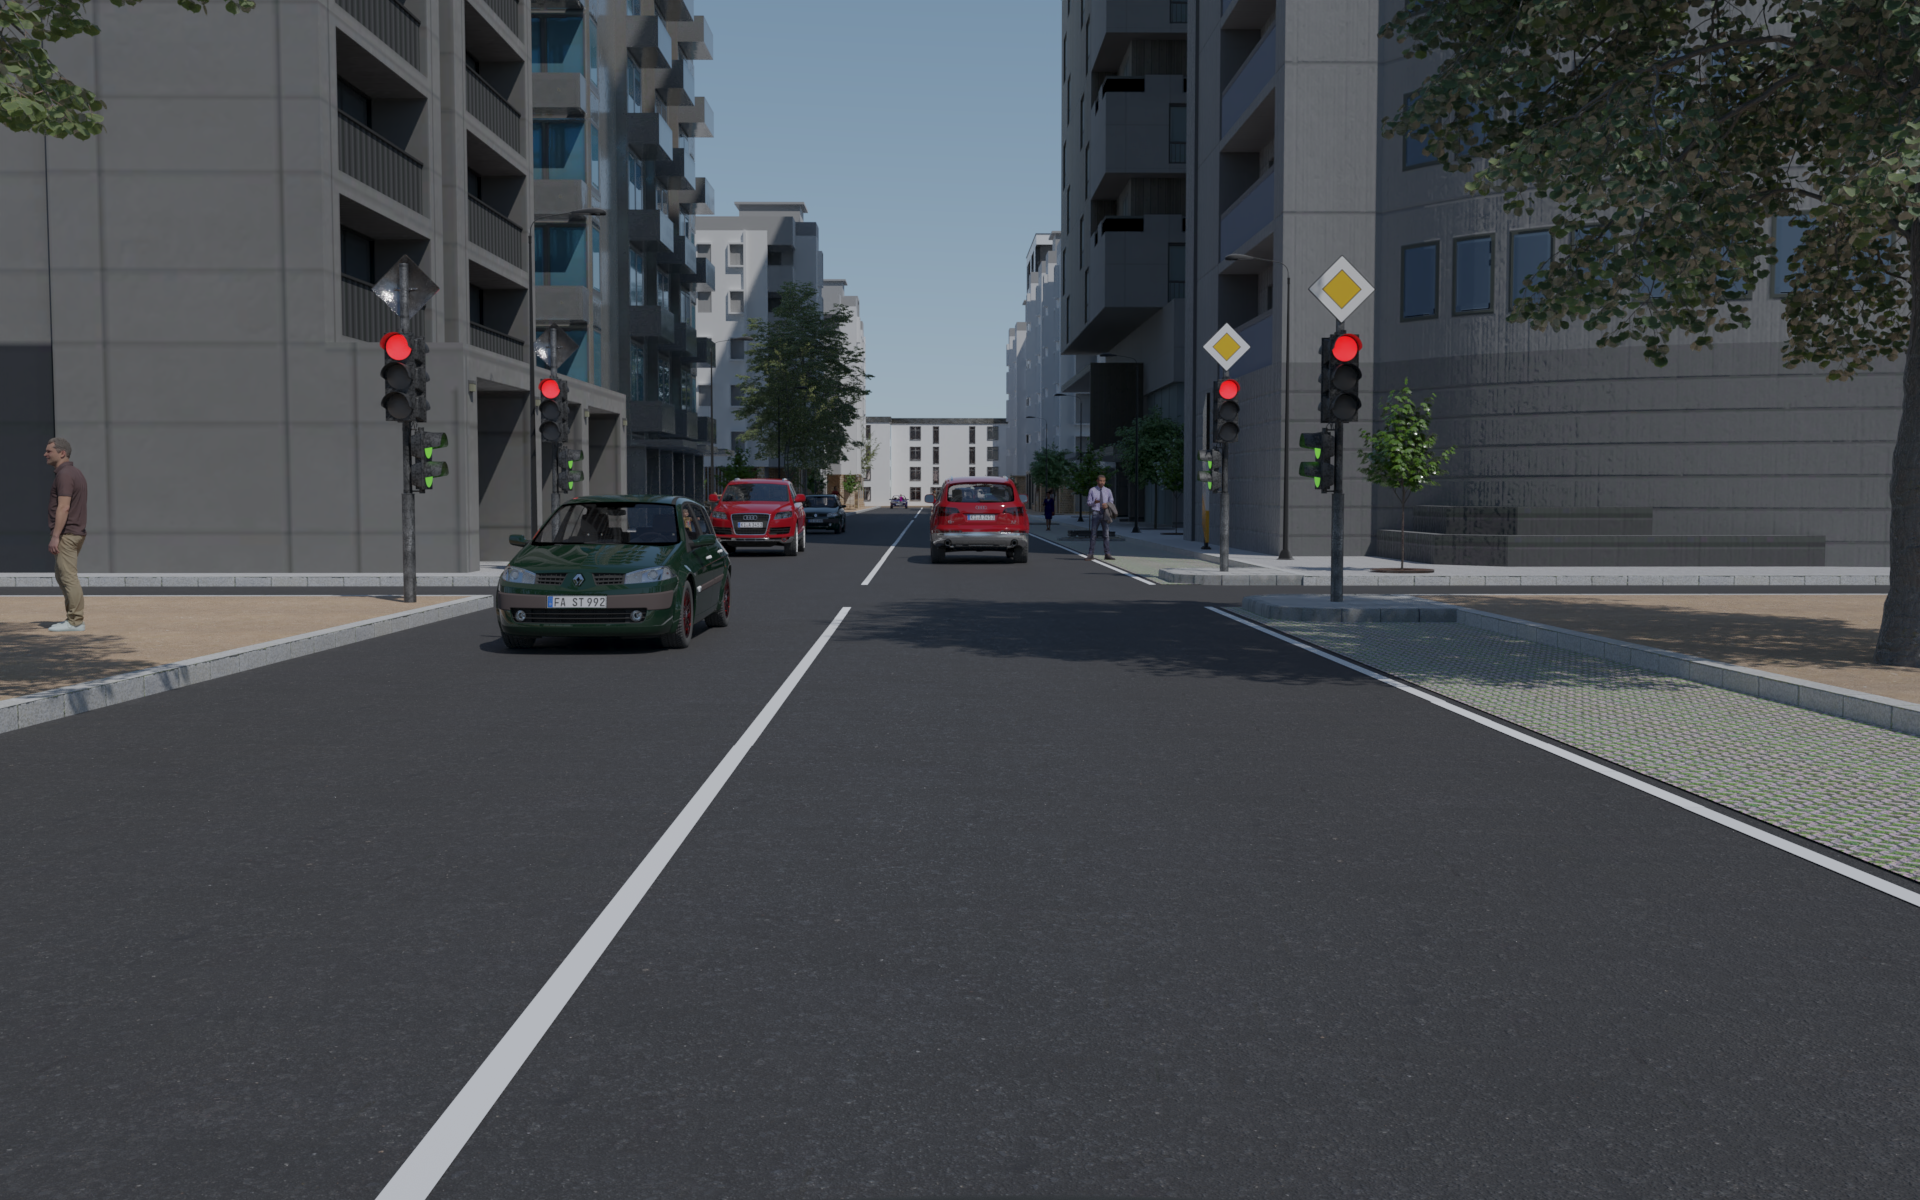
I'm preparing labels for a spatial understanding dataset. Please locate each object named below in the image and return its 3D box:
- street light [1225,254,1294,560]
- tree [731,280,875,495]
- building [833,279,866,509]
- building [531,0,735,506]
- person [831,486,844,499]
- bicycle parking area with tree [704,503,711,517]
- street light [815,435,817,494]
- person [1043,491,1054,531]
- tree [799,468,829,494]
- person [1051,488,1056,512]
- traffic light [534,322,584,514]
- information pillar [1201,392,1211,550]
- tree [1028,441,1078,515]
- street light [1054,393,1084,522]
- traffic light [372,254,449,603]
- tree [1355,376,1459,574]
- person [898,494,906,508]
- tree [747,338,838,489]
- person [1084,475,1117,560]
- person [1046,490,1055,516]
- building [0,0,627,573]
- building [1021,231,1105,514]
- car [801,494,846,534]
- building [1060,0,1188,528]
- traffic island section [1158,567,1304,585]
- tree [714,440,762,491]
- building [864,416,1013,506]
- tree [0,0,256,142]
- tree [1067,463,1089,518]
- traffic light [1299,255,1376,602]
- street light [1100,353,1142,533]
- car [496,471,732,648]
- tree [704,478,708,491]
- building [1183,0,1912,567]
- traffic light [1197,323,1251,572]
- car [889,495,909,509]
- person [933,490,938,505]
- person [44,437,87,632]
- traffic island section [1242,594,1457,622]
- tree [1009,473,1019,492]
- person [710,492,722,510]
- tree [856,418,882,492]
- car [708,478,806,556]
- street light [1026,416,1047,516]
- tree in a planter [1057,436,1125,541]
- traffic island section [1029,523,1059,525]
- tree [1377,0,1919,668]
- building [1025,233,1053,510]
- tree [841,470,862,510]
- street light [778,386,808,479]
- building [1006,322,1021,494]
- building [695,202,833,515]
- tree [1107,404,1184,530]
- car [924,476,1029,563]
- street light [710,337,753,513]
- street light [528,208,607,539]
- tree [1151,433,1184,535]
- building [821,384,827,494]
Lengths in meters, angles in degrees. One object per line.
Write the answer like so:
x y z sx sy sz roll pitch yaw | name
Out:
5.825 -3.740 33.689 1.470 5.913 1.316 0 4 -1 | street light
-8.441 -10.684 92.814 7.486 12.596 7.792 0 3 0 | tree
-16.600 -17.974 150.298 16.016 20.091 11.380 0 4 -1 | building
-22.177 -27.559 70.196 23.786 49.044 30.456 0 4 -1 | building
-8.506 -6.894 118.705 1.348 1.831 0.705 -3 5 -43 | person
-17.311 -6.761 97.546 9.016 4.147 8.231 0 4 1 | bicycle parking area with tree
-7.603 -7.651 97.635 1.470 5.913 1.316 0 4 -1 | street light
3.442 -3.453 67.333 0.453 1.535 0.546 0 4 -5 | person
-8.438 -6.546 101.631 1.663 3.219 1.824 0 3 0 | tree
5.981 -6.488 112.141 0.705 1.821 1.348 1 4 19 | person
-6.610 -2.411 28.346 0.839 4.253 0.868 0 4 -1 | traffic light
5.708 -2.985 40.154 0.183 3.616 0.504 0 4 -2 | information pillar
5.759 -7.571 107.503 4.285 4.588 4.351 0 3 0 | tree
5.050 -6.579 80.107 1.470 5.913 1.316 0 4 -1 | street light
-6.485 -1.923 20.362 0.839 4.253 0.868 0 4 -1 | traffic light
7.394 -2.067 28.390 1.663 3.219 1.824 0 3 0 | tree
-5.544 -9.197 162.090 0.991 1.433 0.599 1 4 10 | person
-7.959 -8.090 82.638 4.737 8.622 4.395 0 3 0 | tree
3.042 -1.765 37.232 0.709 1.838 0.599 -1 4 -9 | person
4.946 -5.302 95.192 0.523 1.526 0.387 1 4 15 | person
-18.374 -36.566 36.105 20.563 71.187 20.611 0 4 -1 | building
13.090 -16.755 130.361 16.016 20.091 11.380 0 4 -1 | building
-5.145 -3.292 63.613 2.009 1.686 4.222 0 4 0 | car
18.924 -29.896 78.045 28.713 52.752 27.495 0 4 -1 | building
4.390 -0.389 28.648 2.009 0.180 2.903 0 4 -1 | traffic island section
-7.973 -4.139 62.281 1.663 3.219 1.824 0 3 0 | tree
-7.620 -15.266 191.746 28.070 9.664 9.099 0 4 -1 | building
-7.085 -5.521 8.403 7.486 12.596 7.792 0 3 0 | tree
6.728 -6.135 94.901 1.663 3.219 1.824 0 3 0 | tree
4.475 -1.934 20.549 0.839 4.253 0.868 0 4 -1 | traffic light
5.298 -5.179 57.212 1.470 5.913 1.316 0 4 -1 | street light
-3.363 -0.461 17.322 2.009 1.686 4.222 0 4 1 | car
-13.747 -5.880 90.744 1.663 3.219 1.824 0 3 0 | tree
20.494 -30.368 38.508 28.212 58.520 21.231 0 4 -1 | building
4.349 -2.423 28.533 0.839 4.253 0.868 0 4 -1 | traffic light
-5.991 -9.638 170.156 1.945 1.354 3.894 0 4 -1 | car
-1.924 -7.642 134.165 1.217 1.735 0.721 -2 4 -32 | person
-8.402 -0.615 16.229 0.434 1.807 0.598 0 4 -4 | person
4.515 0.099 20.664 2.009 0.180 2.903 0 4 -1 | traffic island section
4.584 -10.033 158.636 1.663 3.219 1.824 0 3 0 | tree
-7.565 -2.706 54.202 0.435 1.345 0.340 -3 4 -39 | person
-9.588 -12.807 159.762 4.737 8.622 4.395 0 3 0 | tree
-4.813 -2.011 41.547 2.281 1.827 5.304 0 4 -2 | car
4.620 -8.003 103.390 1.470 5.913 1.316 0 4 -1 | street light
3.998 -3.425 53.214 1.991 3.239 1.994 0 4 -1 | tree in a planter
3.569 -3.526 80.523 1.991 0.108 1.994 0 4 -1 | traffic island section
7.365 -6.486 12.699 9.857 13.997 8.962 0 3 0 | tree
19.615 -18.863 152.391 27.936 21.610 32.646 0 4 -1 | building
-8.789 -8.925 140.530 1.663 3.219 1.824 0 3 0 | tree
-7.264 -6.251 74.741 1.470 5.913 1.316 0 4 -1 | street light
12.740 -19.444 174.330 16.016 20.091 11.380 0 4 -1 | building
-16.630 -15.519 110.155 16.016 20.091 11.380 0 4 -1 | building
7.031 -4.843 62.904 4.285 4.588 4.351 0 3 0 | tree
0.369 -1.760 37.454 2.281 1.827 5.304 0 4 -1 | car
-6.790 -4.812 51.211 1.470 5.913 1.316 0 4 -1 | street light
-6.432 -3.407 28.240 1.470 5.913 1.316 0 4 -1 | street light
6.772 -3.682 54.797 1.663 3.219 1.824 0 3 0 | tree
-14.448 -11.515 130.425 9.099 9.664 28.070 0 4 -1 | building
